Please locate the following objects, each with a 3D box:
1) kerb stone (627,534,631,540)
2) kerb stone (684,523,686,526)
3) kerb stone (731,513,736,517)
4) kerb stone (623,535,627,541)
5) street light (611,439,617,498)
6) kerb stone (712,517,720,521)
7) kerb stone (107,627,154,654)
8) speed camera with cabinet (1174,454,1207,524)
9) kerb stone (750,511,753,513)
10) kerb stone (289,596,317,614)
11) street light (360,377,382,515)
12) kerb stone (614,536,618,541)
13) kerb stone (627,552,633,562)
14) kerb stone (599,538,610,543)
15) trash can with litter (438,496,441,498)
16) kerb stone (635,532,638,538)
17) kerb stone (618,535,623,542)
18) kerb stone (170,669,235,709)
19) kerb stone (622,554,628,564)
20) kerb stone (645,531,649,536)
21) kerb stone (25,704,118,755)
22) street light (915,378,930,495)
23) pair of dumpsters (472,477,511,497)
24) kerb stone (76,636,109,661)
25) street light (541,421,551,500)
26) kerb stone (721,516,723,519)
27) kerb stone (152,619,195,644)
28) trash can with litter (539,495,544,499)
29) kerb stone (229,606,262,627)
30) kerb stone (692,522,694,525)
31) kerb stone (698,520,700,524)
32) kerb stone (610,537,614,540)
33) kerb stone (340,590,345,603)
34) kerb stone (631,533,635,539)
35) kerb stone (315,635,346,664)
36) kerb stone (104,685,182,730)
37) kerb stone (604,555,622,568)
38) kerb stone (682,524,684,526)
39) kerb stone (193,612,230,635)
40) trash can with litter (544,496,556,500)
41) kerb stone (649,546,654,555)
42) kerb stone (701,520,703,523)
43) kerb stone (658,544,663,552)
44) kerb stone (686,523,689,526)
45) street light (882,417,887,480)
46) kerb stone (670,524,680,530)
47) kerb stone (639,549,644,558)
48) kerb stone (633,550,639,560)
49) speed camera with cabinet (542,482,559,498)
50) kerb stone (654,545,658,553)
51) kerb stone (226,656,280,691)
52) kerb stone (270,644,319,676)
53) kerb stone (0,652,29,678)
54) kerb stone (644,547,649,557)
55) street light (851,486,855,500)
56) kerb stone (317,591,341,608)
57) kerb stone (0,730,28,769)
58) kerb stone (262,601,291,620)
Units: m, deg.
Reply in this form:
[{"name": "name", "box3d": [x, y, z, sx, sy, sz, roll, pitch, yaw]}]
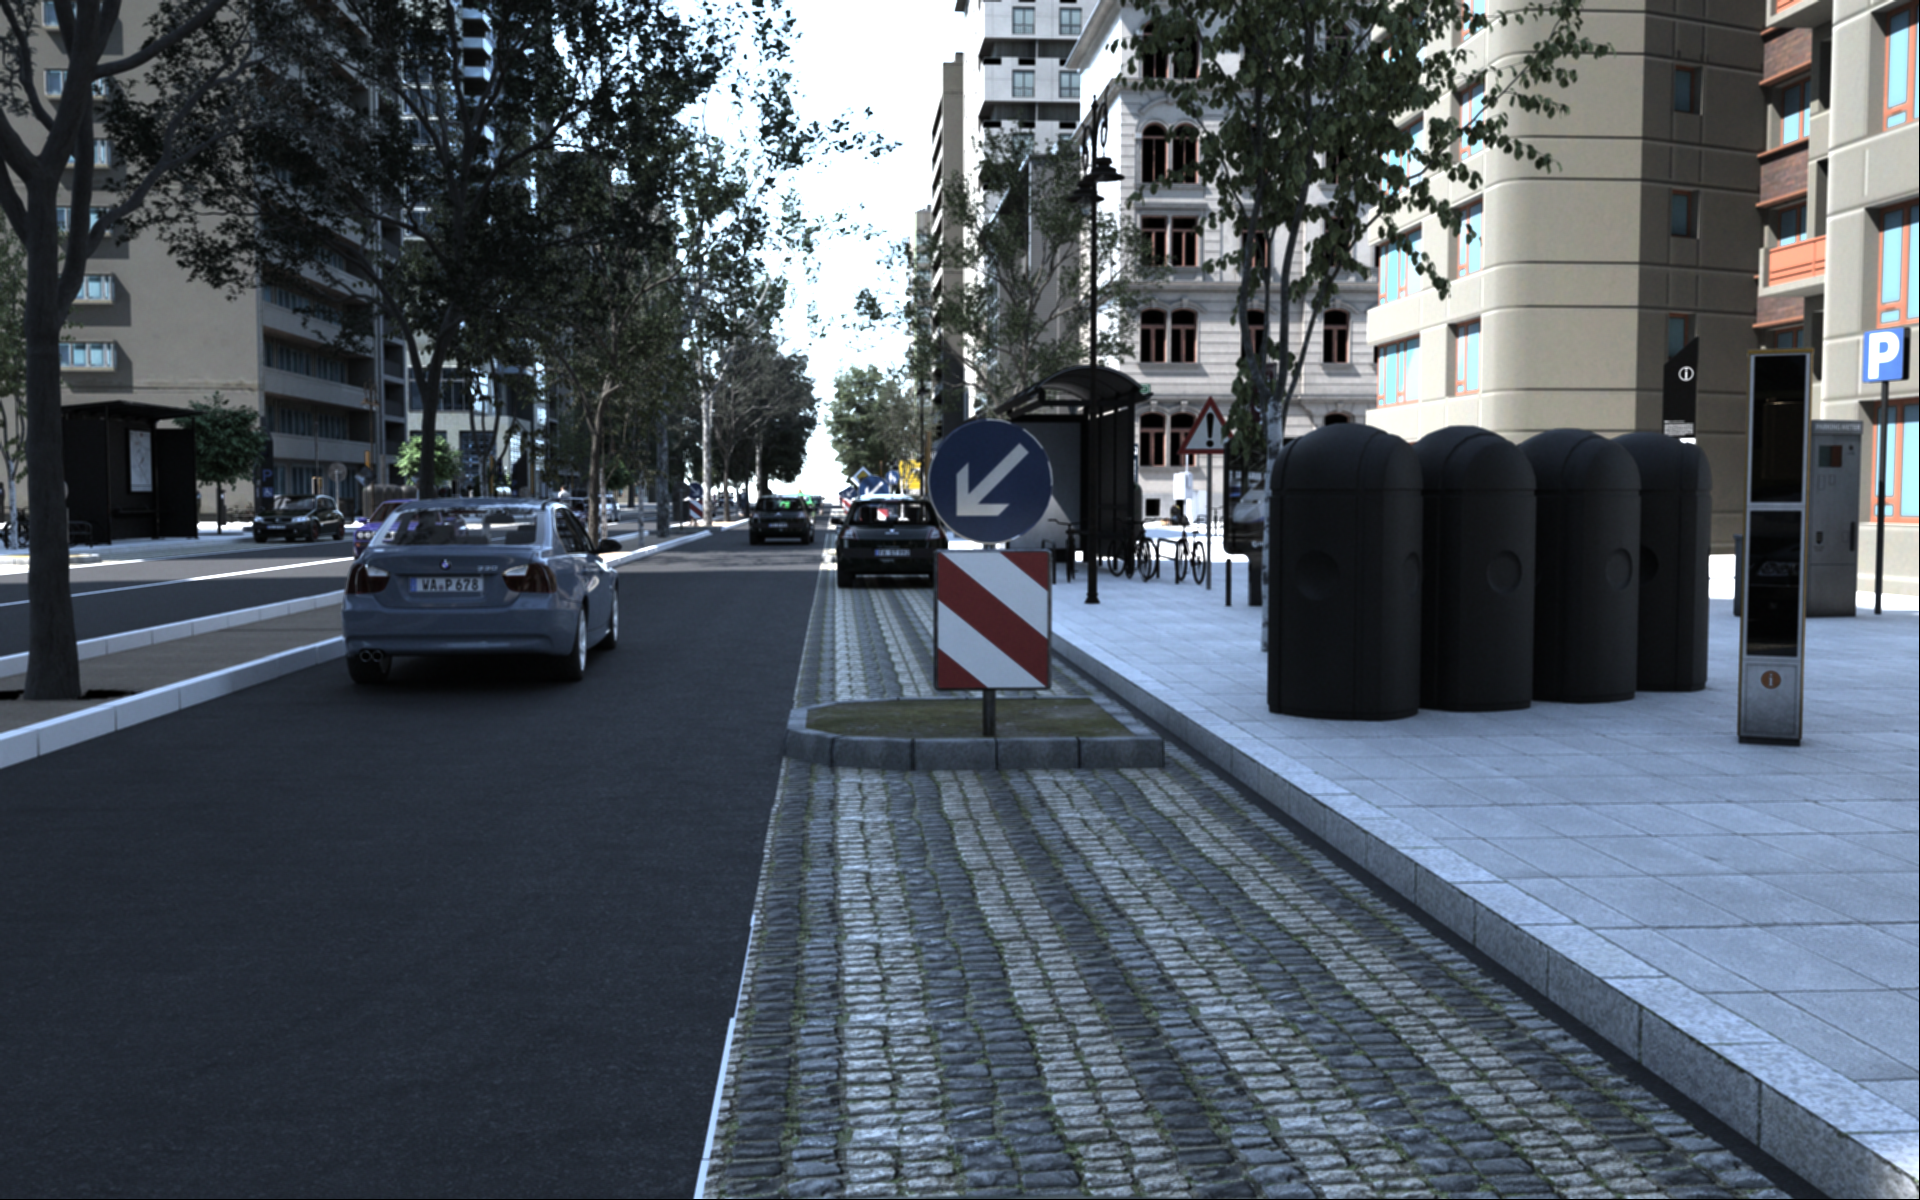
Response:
[{"name": "kerb stone", "box3d": [-10.415, -1.930, 53.750, 0.120, 0.150, 1.000, 0, 4, -4]}, {"name": "kerb stone", "box3d": [-11.859, -3.147, 73.755, 0.120, 0.150, 1.000, 0, 4, -4]}, {"name": "kerb stone", "box3d": [-14.668, -5.526, 112.576, 0.120, 0.150, 1.000, 0, 4, -4]}, {"name": "kerb stone", "box3d": [-10.339, -1.867, 52.729, 0.120, 0.150, 1.000, 0, 4, -4]}, {"name": "street light", "box3d": [-28.875, -10.503, 144.508, 0.468, 5.910, 1.993, 0, 4, -4]}, {"name": "kerb stone", "box3d": [-13.414, -4.466, 95.207, 0.120, 0.150, 1.000, 0, 4, -4]}, {"name": "kerb stone", "box3d": [-7.672, 0.387, 15.882, 0.120, 0.150, 1.000, 0, 4, -4]}, {"name": "speed camera with cabinet", "box3d": [9.982, -4.912, 74.649, 0.660, 3.252, 2.038, 3, 4, 39]}, {"name": "kerb stone", "box3d": [-16.675, -7.216, 140.179, 0.120, 0.150, 1.000, 0, 4, -4]}, {"name": "kerb stone", "box3d": [-8.034, 0.073, 20.995, 0.120, 0.150, 1.000, 0, 4, -4]}, {"name": "street light", "box3d": [-23.328, -5.867, 68.716, 0.468, 5.910, 1.993, 0, 4, -4]}, {"name": "kerb stone", "box3d": [-10.191, -1.740, 50.680, 0.120, 0.150, 1.000, 0, 4, -4]}, {"name": "kerb stone", "box3d": [-7.067, -0.879, 36.560, 0.120, 0.150, 1.000, 0, 4, -4]}, {"name": "kerb stone", "box3d": [-10.036, -1.617, 48.634, 0.120, 0.150, 1.000, 0, 4, -4]}, {"name": "trash can with litter", "box3d": [-26.633, -4.702, 88.273, 0.624, 1.170, 1.055, 0, 4, -5]}, {"name": "kerb stone", "box3d": [-10.561, -2.052, 55.798, 0.120, 0.150, 1.000, 0, 4, -4]}, {"name": "kerb stone", "box3d": [-10.262, -1.805, 51.709, 0.120, 0.150, 1.000, 0, 4, -4]}, {"name": "kerb stone", "box3d": [-5.284, 0.622, 12.018, 0.120, 0.150, 1.000, 0, 4, -4]}, {"name": "kerb stone", "box3d": [-6.984, -0.816, 35.540, 0.120, 0.150, 1.000, 0, 4, -4]}, {"name": "kerb stone", "box3d": [-10.770, -2.243, 58.869, 0.120, 0.150, 1.000, 0, 4, -4]}, {"name": "kerb stone", "box3d": [-5.136, 0.750, 9.976, 0.120, 0.150, 1.000, 0, 4, -4]}, {"name": "street light", "box3d": [-1.339, -5.404, 61.139, 0.468, 5.910, 1.993, 0, 4, -4]}, {"name": "pair of dumpsters", "box3d": [-26.867, -5.917, 99.229, 1.574, 2.255, 4.437, 0, 4, -4]}, {"name": "kerb stone", "box3d": [-7.597, 0.449, 14.856, 0.120, 0.150, 1.000, 0, 4, -4]}, {"name": "street light", "box3d": [-26.277, -8.393, 110.013, 0.468, 5.910, 1.993, 0, 4, -4]}, {"name": "kerb stone", "box3d": [-13.567, -4.590, 97.255, 0.120, 0.150, 1.000, 0, 4, -4]}, {"name": "kerb stone", "box3d": [-7.742, 0.325, 16.902, 0.120, 0.150, 1.000, 0, 4, -4]}, {"name": "trash can with litter", "box3d": [-28.384, -6.564, 118.370, 1.678, 1.210, 2.233, 0, 4, 6]}, {"name": "kerb stone", "box3d": [-7.891, 0.199, 18.948, 0.120, 0.150, 1.000, 0, 4, -4]}, {"name": "kerb stone", "box3d": [-12.153, -3.403, 77.846, 0.120, 0.150, 1.000, 0, 4, -4]}, {"name": "kerb stone", "box3d": [-12.376, -3.587, 80.908, 0.120, 0.150, 1.000, 0, 4, -4]}, {"name": "kerb stone", "box3d": [-10.115, -1.676, 49.660, 0.120, 0.150, 1.000, 0, 4, -4]}, {"name": "kerb stone", "box3d": [-8.187, -0.052, 23.051, 0.120, 0.150, 1.000, 0, 4, -4]}, {"name": "kerb stone", "box3d": [-10.486, -1.993, 54.775, 0.120, 0.150, 1.000, 0, 4, -4]}, {"name": "kerb stone", "box3d": [-5.508, 0.438, 15.095, 0.120, 0.150, 1.000, 0, 4, -4]}, {"name": "kerb stone", "box3d": [-5.209, 0.685, 10.995, 0.120, 0.150, 1.000, 0, 4, -4]}, {"name": "kerb stone", "box3d": [-6.920, -0.754, 34.519, 0.120, 0.150, 1.000, 0, 4, -4]}, {"name": "kerb stone", "box3d": [-11.789, -3.088, 72.728, 0.120, 0.150, 1.000, 0, 4, -4]}, {"name": "kerb stone", "box3d": [-7.814, 0.261, 17.926, 0.120, 0.150, 1.000, 0, 4, -4]}, {"name": "trash can with litter", "box3d": [-26.880, -6.235, 113.326, 0.624, 1.170, 1.055, 2, 4, 34]}, {"name": "kerb stone", "box3d": [-7.356, -1.128, 40.640, 0.120, 0.150, 1.000, 0, 4, -4]}, {"name": "kerb stone", "box3d": [-12.676, -3.837, 84.995, 0.120, 0.150, 1.000, 0, 4, -4]}, {"name": "kerb stone", "box3d": [-7.501, -1.251, 42.686, 0.120, 0.150, 1.000, 0, 4, -4]}, {"name": "kerb stone", "box3d": [-11.933, -3.211, 74.775, 0.120, 0.150, 1.000, 0, 4, -4]}, {"name": "street light", "box3d": [-4.387, -7.948, 102.732, 0.468, 5.910, 1.993, 0, 4, -4]}, {"name": "kerb stone", "box3d": [-11.638, -2.966, 70.683, 0.120, 0.150, 1.000, 0, 4, -4]}, {"name": "kerb stone", "box3d": [-7.207, -1.003, 38.601, 0.120, 0.150, 1.000, 0, 4, -4]}, {"name": "kerb stone", "box3d": [-7.139, -0.940, 37.580, 0.120, 0.150, 1.000, 0, 4, -4]}, {"name": "speed camera with cabinet", "box3d": [-31.531, -8.542, 134.002, 0.660, 3.252, 2.038, 1, 4, 23]}, {"name": "kerb stone", "box3d": [-7.429, -1.190, 41.660, 0.120, 0.150, 1.000, 0, 4, -4]}, {"name": "kerb stone", "box3d": [-5.360, 0.561, 13.037, 0.120, 0.150, 1.000, 0, 4, -4]}, {"name": "kerb stone", "box3d": [-5.442, 0.497, 14.069, 0.120, 0.150, 1.000, 0, 4, -4]}, {"name": "kerb stone", "box3d": [-7.519, 0.514, 13.832, 0.120, 0.150, 1.000, 0, 4, -4]}, {"name": "kerb stone", "box3d": [-7.288, -1.066, 39.620, 0.120, 0.150, 1.000, 0, 4, -4]}, {"name": "street light", "box3d": [-18.994, -20.218, 303.345, 0.468, 5.910, 1.993, 0, 4, -4]}, {"name": "kerb stone", "box3d": [-8.105, 0.016, 22.020, 0.120, 0.150, 1.000, 0, 4, -4]}, {"name": "kerb stone", "box3d": [-5.060, 0.812, 8.948, 0.120, 0.150, 1.000, 0, 4, -4]}, {"name": "kerb stone", "box3d": [-7.964, 0.138, 19.968, 0.120, 0.150, 1.000, 0, 4, -4]}]
